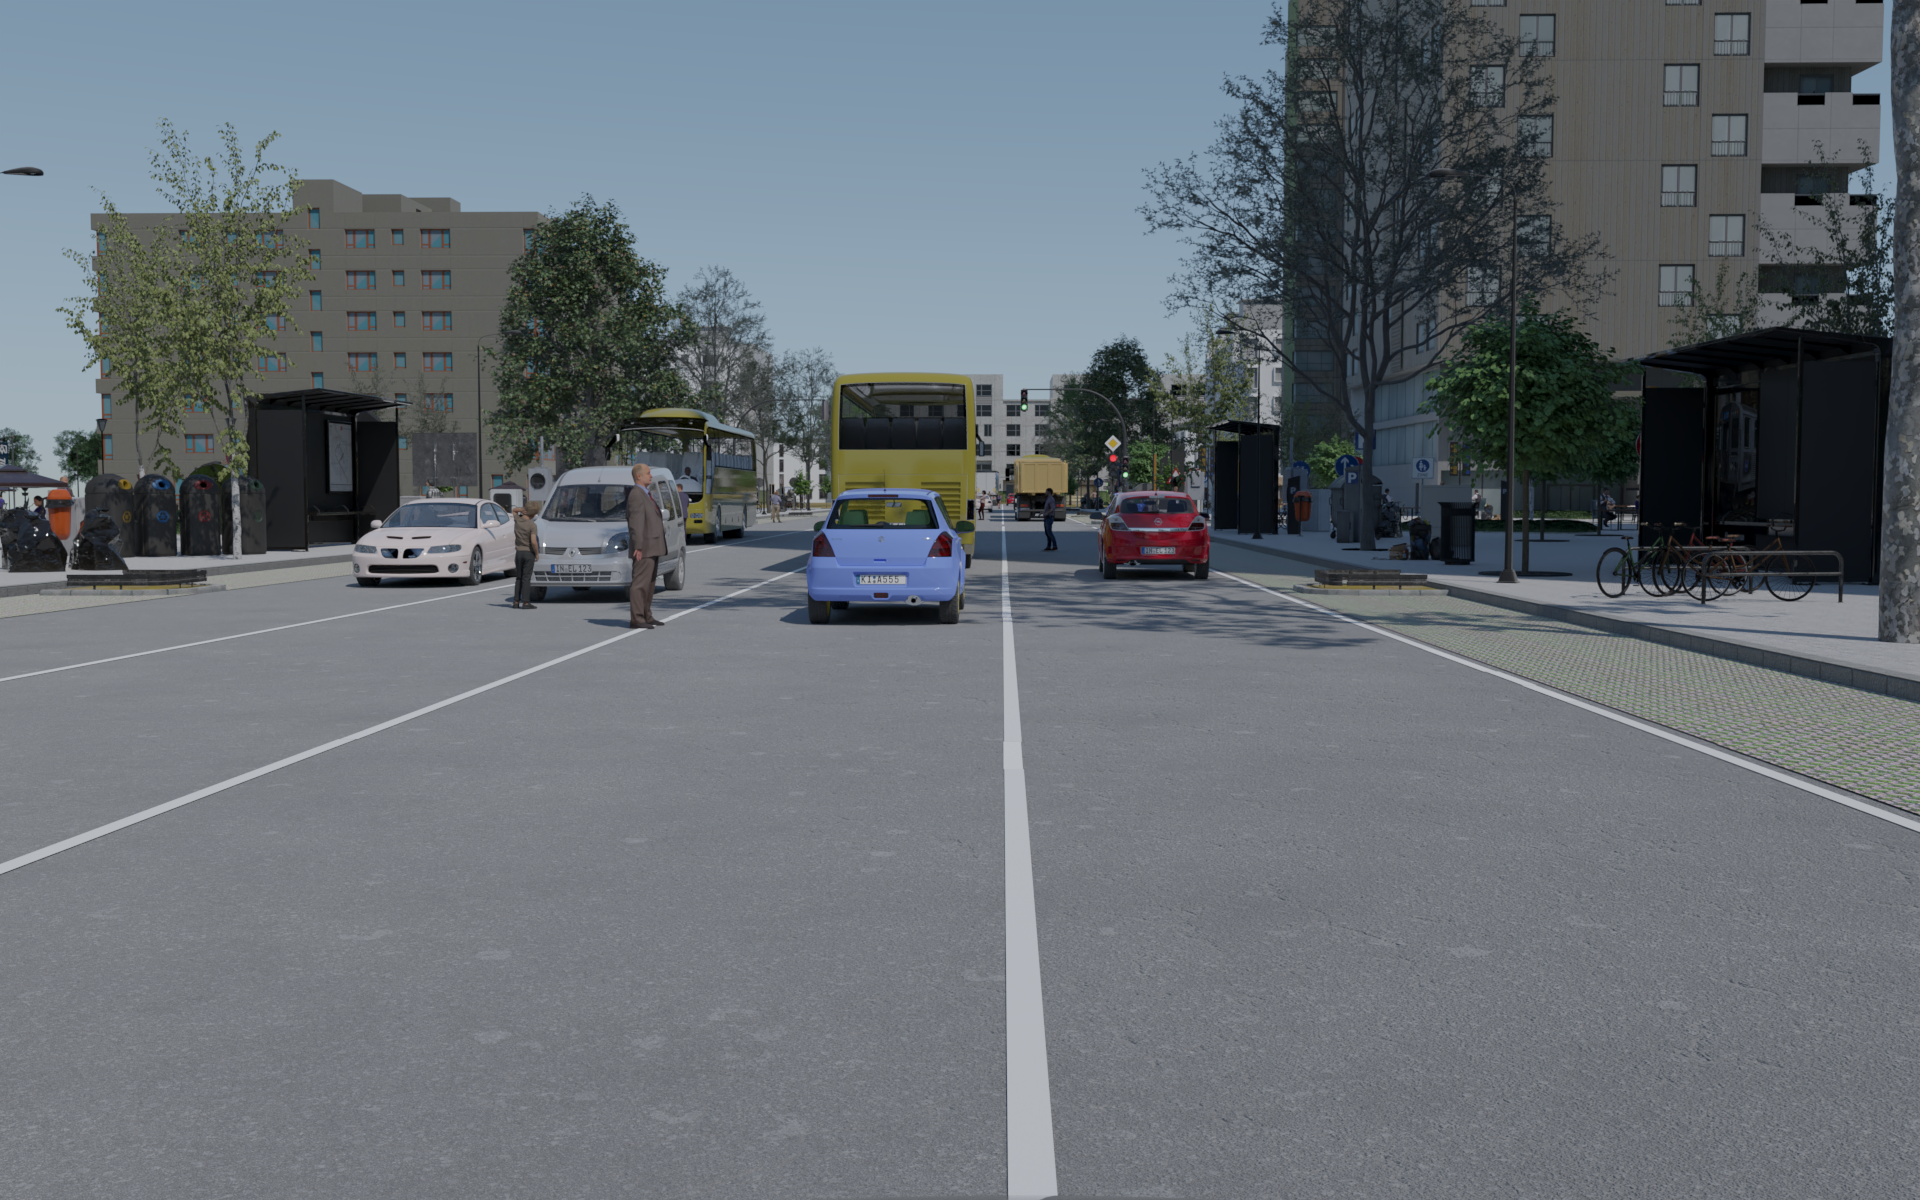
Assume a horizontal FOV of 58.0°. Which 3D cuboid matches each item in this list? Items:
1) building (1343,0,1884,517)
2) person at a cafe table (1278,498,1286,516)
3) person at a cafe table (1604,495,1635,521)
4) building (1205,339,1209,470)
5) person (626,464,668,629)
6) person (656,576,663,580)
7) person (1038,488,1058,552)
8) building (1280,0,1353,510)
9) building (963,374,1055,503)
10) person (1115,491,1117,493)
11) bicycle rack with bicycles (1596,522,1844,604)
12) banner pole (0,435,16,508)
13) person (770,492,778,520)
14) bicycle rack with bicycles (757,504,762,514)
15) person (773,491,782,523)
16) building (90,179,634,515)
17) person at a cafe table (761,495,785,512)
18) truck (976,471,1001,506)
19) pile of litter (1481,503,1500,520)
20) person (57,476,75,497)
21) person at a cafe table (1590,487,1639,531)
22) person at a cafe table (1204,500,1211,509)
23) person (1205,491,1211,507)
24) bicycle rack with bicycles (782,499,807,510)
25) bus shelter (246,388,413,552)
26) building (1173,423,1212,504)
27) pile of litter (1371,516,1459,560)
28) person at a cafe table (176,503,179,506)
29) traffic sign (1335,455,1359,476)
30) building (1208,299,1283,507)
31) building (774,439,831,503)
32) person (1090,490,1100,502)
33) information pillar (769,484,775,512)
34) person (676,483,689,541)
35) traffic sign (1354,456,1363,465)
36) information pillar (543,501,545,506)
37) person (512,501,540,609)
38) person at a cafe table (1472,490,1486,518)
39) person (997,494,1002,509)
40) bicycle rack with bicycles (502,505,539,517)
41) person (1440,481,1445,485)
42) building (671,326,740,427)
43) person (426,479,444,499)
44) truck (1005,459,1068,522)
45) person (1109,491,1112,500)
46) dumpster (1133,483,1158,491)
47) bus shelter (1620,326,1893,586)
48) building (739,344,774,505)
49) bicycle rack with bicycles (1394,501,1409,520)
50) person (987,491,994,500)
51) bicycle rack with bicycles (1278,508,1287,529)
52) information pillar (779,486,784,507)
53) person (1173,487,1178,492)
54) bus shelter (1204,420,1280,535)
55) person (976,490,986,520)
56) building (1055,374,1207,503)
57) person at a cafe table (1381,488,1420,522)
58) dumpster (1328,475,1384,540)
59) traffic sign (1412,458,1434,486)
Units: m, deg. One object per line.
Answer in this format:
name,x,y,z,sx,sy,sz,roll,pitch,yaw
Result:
building,39.576,-31.690,107.367,27.495,52.752,28.713,0,4,1
person at a cafe table,18.318,-5.566,101.863,1.698,1.238,1.726,3,4,38
person at a cafe table,31.578,-4.448,83.593,1.726,1.238,1.698,-2,4,-31
building,34.534,-20.134,185.604,16.016,20.091,11.380,0,4,1
person,-3.352,-0.584,18.609,0.434,1.755,0.990,0,4,5
person,-5.157,-1.209,28.997,0.376,1.734,0.841,0,4,5
person,2.195,-1.996,43.086,0.435,1.587,0.963,-1,4,-11
building,33.580,-28.086,142.805,14.154,41.232,14.086,0,4,1
building,-1.872,-24.323,264.144,31.486,18.905,16.747,0,4,1
person,17.365,-11.262,191.006,0.721,1.723,1.217,2,4,31
bicycle rack with bicycles,9.222,-0.483,21.278,2.925,0.926,2.852,0,4,-8
banner pole,-40.503,-5.115,73.641,0.863,3.779,0.401,-2,4,-33
person,-10.373,-5.280,96.885,0.516,1.574,0.319,0,4,4
bicycle rack with bicycles,-14.231,-6.130,113.604,2.925,0.926,2.852,2,4,24
person,-9.189,-4.671,86.927,0.516,1.574,0.319,2,4,33
building,-39.260,-16.876,120.966,27.650,21.520,28.899,0,4,1
person at a cafe table,-13.624,-7.075,126.545,1.726,1.238,1.698,2,4,27
truck,3.431,-13.640,211.933,2.839,4.237,11.283,0,4,3
pile of litter,25.729,-4.251,83.469,1.719,0.858,1.176,-3,5,-42
person,-24.125,-2.459,46.808,0.434,1.755,0.990,1,4,12
person at a cafe table,23.199,-3.244,61.562,1.698,1.524,1.622,-2,4,-30
person at a cafe table,22.371,-8.665,150.192,1.698,1.524,1.622,-2,4,-31
person,23.101,-9.457,161.111,0.568,1.767,0.683,0,4,1
bicycle rack with bicycles,-13.774,-7.800,140.904,2.925,0.926,2.852,-2,4,-33
bus shelter,-14.955,-3.070,41.470,1.731,3.624,6.357,0,4,1
building,31.191,-16.119,205.698,9.099,9.664,28.070,0,4,1
pile of litter,8.909,-1.220,33.913,1.719,0.858,1.176,1,4,16
person at a cafe table,-47.482,-5.780,103.011,1.622,1.524,1.698,2,4,31
traffic sign,12.471,-3.411,55.879,0.768,2.556,0.104,1,4,10
building,33.840,-19.374,173.180,16.016,20.091,11.380,0,4,1
building,-31.744,-19.495,260.893,28.070,9.664,9.099,0,4,1
person,14.124,-10.668,181.177,1.217,1.736,0.721,-2,4,-26
information pillar,-13.554,-7.364,124.890,0.304,2.012,0.304,-3,4,-38
person,-7.386,-2.227,45.838,0.541,1.710,0.530,-3,5,-42
traffic sign,13.220,-3.549,58.131,0.768,2.556,0.104,0,4,7
information pillar,-17.862,-4.313,75.014,0.304,2.012,0.304,0,4,4
person,-5.428,-0.562,21.603,0.435,1.345,0.340,1,4,10
person at a cafe table,27.157,-5.103,91.950,1.698,1.524,1.622,-2,4,-33
person,3.865,-9.632,169.216,0.421,1.427,0.697,-1,4,-23
bicycle rack with bicycles,-14.392,-2.555,55.162,2.852,0.926,2.925,-3,5,-45
person,18.031,-3.556,64.729,0.434,1.755,0.990,-3,5,-42
building,-32.601,-20.566,192.673,16.016,20.091,11.380,0,4,1
person,-15.496,-2.701,50.935,0.376,1.734,0.841,1,4,16
truck,4.249,-5.962,93.406,3.469,3.379,9.791,0,4,0
person,20.016,-13.652,230.045,0.721,1.735,1.217,2,4,25
dumpster,9.746,-5.192,90.647,1.264,1.857,1.865,0,4,1
bus shelter,12.346,-2.206,27.357,1.731,3.624,6.357,0,4,1
building,-39.737,-21.193,212.955,31.486,18.905,16.747,0,4,1
bicycle rack with bicycles,20.954,-4.398,85.287,2.925,0.926,2.852,-2,4,-29
person,3.086,-10.609,182.671,1.217,1.735,0.721,0,4,6
bicycle rack with bicycles,11.675,-3.053,63.293,2.925,0.926,2.852,1,4,10
information pillar,-15.444,-8.895,149.928,0.304,2.012,0.304,-3,4,-39
person,8.506,-3.687,68.391,0.319,1.574,0.516,2,4,24
bus shelter,9.356,-4.062,57.695,1.731,3.624,6.357,0,4,1
person,1.131,-5.198,94.947,0.566,1.644,0.517,2,4,30
building,29.614,-24.302,263.792,31.486,18.905,16.747,0,4,1
person at a cafe table,18.273,-3.960,73.253,1.622,1.524,1.698,-2,4,-35
dumpster,11.189,-2.637,48.880,1.264,1.857,1.865,0,4,1
traffic sign,12.699,-2.781,47.599,0.606,2.300,0.079,1,4,11
